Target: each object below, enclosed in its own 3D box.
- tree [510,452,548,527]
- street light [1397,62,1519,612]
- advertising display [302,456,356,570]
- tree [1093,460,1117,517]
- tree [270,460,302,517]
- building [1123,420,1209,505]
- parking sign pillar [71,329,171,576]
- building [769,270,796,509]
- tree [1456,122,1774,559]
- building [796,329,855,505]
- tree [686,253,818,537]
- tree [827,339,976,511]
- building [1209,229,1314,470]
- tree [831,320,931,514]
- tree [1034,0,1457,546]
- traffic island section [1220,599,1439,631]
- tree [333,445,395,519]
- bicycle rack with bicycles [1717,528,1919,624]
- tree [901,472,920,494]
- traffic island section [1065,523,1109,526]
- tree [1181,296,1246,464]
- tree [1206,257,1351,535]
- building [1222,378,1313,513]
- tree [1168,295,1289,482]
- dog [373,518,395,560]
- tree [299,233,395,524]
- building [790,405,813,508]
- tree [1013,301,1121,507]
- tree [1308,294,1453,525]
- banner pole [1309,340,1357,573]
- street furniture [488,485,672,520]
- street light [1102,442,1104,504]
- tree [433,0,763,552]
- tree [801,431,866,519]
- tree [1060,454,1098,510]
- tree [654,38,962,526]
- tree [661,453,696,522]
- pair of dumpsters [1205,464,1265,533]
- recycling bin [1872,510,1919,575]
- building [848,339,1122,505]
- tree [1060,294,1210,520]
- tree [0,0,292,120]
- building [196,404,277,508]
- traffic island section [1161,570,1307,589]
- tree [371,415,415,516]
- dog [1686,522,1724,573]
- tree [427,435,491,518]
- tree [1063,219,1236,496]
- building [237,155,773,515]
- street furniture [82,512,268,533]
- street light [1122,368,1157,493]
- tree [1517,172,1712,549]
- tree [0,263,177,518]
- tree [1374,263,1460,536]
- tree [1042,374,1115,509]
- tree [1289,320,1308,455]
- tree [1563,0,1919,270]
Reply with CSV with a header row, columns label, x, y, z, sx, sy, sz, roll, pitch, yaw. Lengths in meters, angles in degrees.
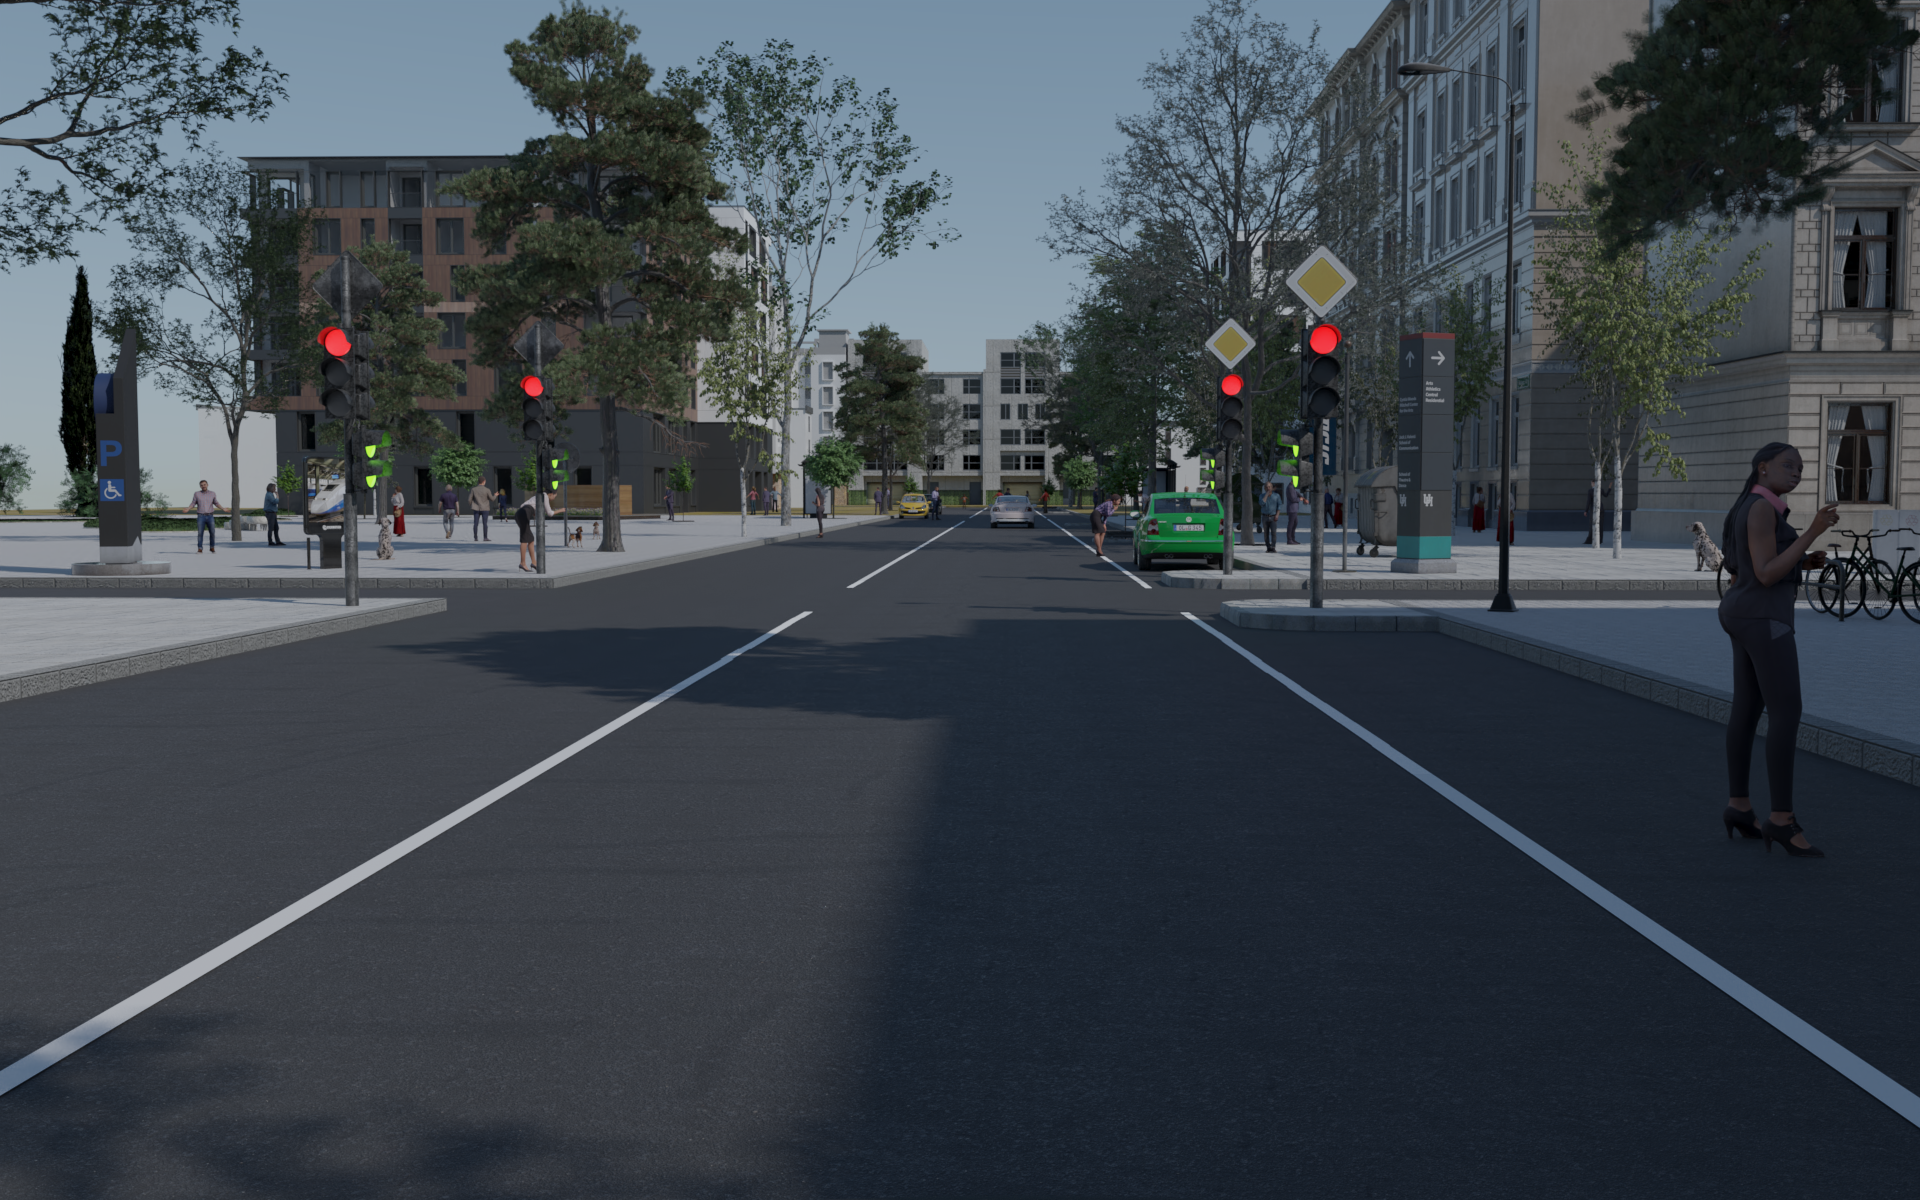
label,x,y,z,sx,sy,sz,roll,pitch,yaw
tree,-16.673,-4.500,68.172,1.663,3.219,1.824,0,3,0
street light,5.407,-2.830,18.810,1.470,5.913,1.316,0,4,2
advertising display,-10.811,-1.499,29.715,0.123,1.923,0.974,2,4,35
tree,8.654,-6.391,99.092,1.663,3.219,1.824,0,3,0
tree,-37.528,-6.265,97.037,1.663,3.219,1.824,0,3,0
building,32.842,-15.884,201.858,28.070,9.664,9.099,0,4,2
parking sign pillar,-13.450,-2.398,27.676,1.447,3.967,1.447,-1,4,-16
building,-22.525,-17.542,143.236,16.016,20.091,11.380,0,4,2
tree,13.185,-5.111,33.928,4.737,8.622,4.395,0,3,0
building,-18.280,-21.339,205.309,11.380,20.091,16.016,0,4,2
tree,-6.417,-6.191,51.589,4.737,8.622,4.395,0,3,0
tree,-5.215,-13.597,132.679,12.009,13.543,11.850,0,3,0
building,35.292,-18.709,149.873,27.936,21.610,32.646,0,4,2
tree,-4.741,-11.417,108.719,6.751,12.117,7.091,0,3,0
tree,7.003,-8.090,42.635,12.009,13.543,11.850,0,3,0
traffic island section,4.044,0.167,19.555,2.009,0.180,2.903,0,4,2
tree,-30.435,-6.399,88.332,4.285,4.588,4.351,0,3,0
bicycle rack with bicycles,9.630,-0.290,18.118,2.852,0.926,2.925,0,4,2
tree,-4.362,-9.454,149.176,1.663,3.219,1.824,0,3,0
traffic island section,5.790,-3.441,79.123,1.991,0.108,1.994,0,4,2
tree,15.314,-10.438,92.725,6.751,12.117,7.091,0,3,0
tree,9.630,-6.304,53.435,4.737,8.622,4.395,0,3,0
building,24.231,-10.885,120.119,9.099,9.664,28.070,0,4,2
tree,9.544,-6.922,63.539,4.360,8.622,3.978,0,3,0
dog,-11.343,-1.191,33.853,0.513,0.831,0.800,2,4,23
tree,-24.413,-9.237,73.084,6.751,12.117,7.091,0,3,0
building,-28.463,-13.622,164.862,28.070,9.664,9.099,0,4,2
tree,12.120,-19.130,168.656,12.611,20.169,13.585,0,3,0
tree,14.968,-6.759,60.872,4.360,8.622,3.978,0,3,0
banner pole,6.083,-2.342,28.315,0.863,3.779,0.401,0,4,-4
street furniture,-20.532,-4.980,88.283,9.812,1.723,11.010,1,4,20
street light,7.875,-7.924,102.094,1.470,5.913,1.316,0,4,2
tree,-7.751,-7.095,38.056,6.751,12.117,7.091,0,3,0
tree,-6.546,-6.500,89.983,4.285,4.588,4.351,0,3,0
tree,9.753,-9.656,141.591,4.285,4.588,4.351,0,3,0
tree,-6.284,-13.127,70.523,12.611,20.169,13.585,0,3,0
tree,-12.776,-5.245,80.363,1.663,3.219,1.824,0,3,0
pair of dumpsters,9.293,-3.421,58.434,1.574,2.255,4.436,0,4,2
recycling bin,15.085,-0.937,27.869,0.722,1.027,0.722,2,4,27
building,3.189,-20.782,206.241,31.486,18.905,16.747,0,4,2
tree,8.759,-9.754,85.235,9.928,11.665,9.643,0,3,0
tree,-8.747,-4.798,12.862,8.767,10.594,7.601,3,4,37
building,-56.848,-13.649,165.312,28.070,9.664,9.099,0,4,2
traffic island section,4.278,-0.321,27.536,2.009,0.180,2.903,0,4,2
tree,-34.125,-9.234,101.333,4.360,8.622,3.978,0,3,0
dog,12.355,-0.868,28.566,0.513,0.831,0.800,0,4,4
tree,-27.447,-6.806,94.984,4.285,4.588,4.351,0,3,0
tree,8.108,-9.377,71.442,7.486,12.596,7.792,0,3,0
building,-29.233,-16.949,121.089,27.936,21.610,32.646,0,4,2
street furniture,-28.127,-2.863,62.438,5.734,0.657,10.072,-2,4,-31
street light,6.683,-5.598,64.065,1.470,5.913,1.316,0,4,2
tree,15.205,-5.512,40.488,4.360,8.622,3.978,0,3,0
tree,-54.029,-11.887,96.178,18.604,14.587,13.155,-2,4,-28
tree,15.158,-6.307,53.479,4.737,8.622,4.395,0,3,0
tree,10.460,-13.957,150.247,6.751,12.117,7.091,0,3,0
tree,14.893,-7.392,71.221,4.360,8.622,3.978,0,3,0
tree,6.386,-5.354,9.599,6.751,12.117,7.091,0,3,0
